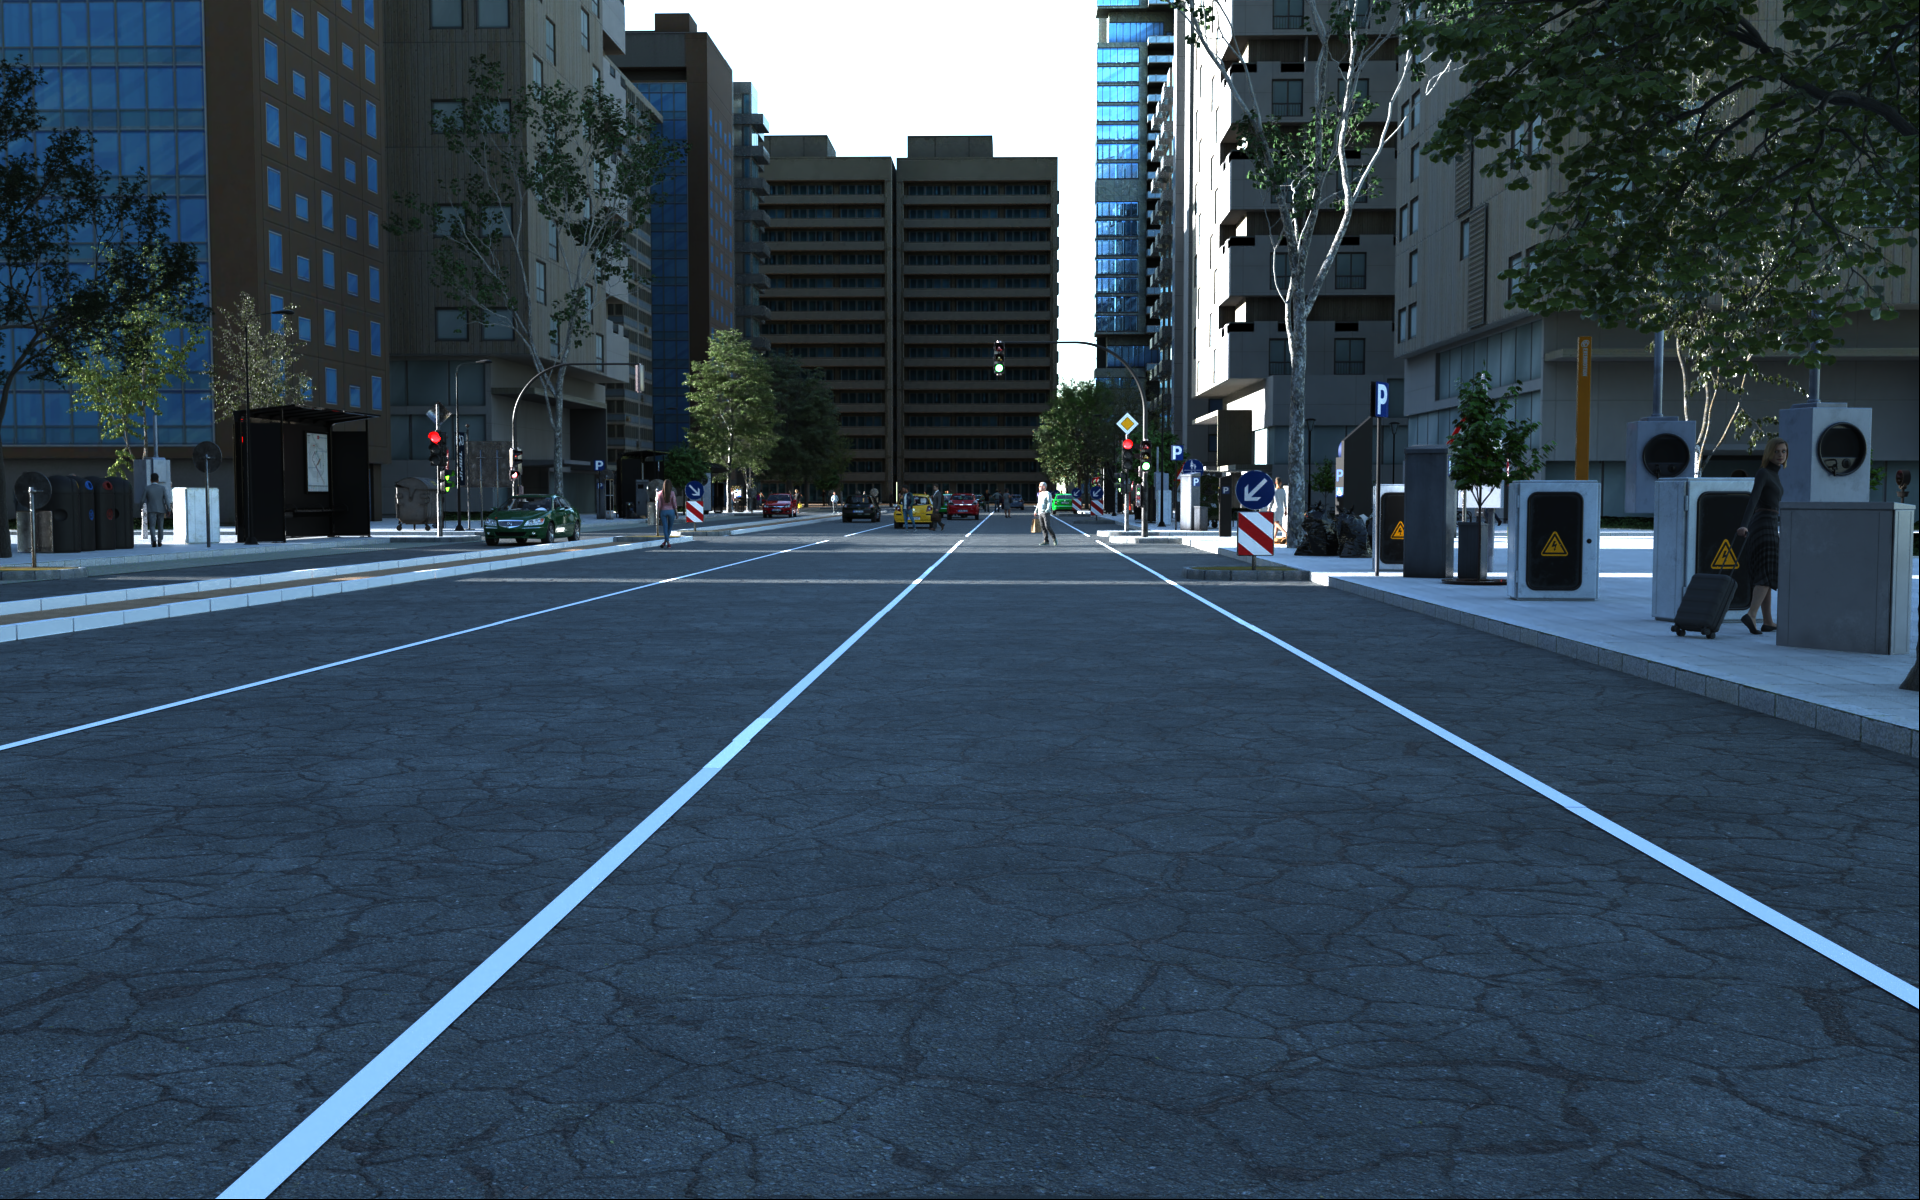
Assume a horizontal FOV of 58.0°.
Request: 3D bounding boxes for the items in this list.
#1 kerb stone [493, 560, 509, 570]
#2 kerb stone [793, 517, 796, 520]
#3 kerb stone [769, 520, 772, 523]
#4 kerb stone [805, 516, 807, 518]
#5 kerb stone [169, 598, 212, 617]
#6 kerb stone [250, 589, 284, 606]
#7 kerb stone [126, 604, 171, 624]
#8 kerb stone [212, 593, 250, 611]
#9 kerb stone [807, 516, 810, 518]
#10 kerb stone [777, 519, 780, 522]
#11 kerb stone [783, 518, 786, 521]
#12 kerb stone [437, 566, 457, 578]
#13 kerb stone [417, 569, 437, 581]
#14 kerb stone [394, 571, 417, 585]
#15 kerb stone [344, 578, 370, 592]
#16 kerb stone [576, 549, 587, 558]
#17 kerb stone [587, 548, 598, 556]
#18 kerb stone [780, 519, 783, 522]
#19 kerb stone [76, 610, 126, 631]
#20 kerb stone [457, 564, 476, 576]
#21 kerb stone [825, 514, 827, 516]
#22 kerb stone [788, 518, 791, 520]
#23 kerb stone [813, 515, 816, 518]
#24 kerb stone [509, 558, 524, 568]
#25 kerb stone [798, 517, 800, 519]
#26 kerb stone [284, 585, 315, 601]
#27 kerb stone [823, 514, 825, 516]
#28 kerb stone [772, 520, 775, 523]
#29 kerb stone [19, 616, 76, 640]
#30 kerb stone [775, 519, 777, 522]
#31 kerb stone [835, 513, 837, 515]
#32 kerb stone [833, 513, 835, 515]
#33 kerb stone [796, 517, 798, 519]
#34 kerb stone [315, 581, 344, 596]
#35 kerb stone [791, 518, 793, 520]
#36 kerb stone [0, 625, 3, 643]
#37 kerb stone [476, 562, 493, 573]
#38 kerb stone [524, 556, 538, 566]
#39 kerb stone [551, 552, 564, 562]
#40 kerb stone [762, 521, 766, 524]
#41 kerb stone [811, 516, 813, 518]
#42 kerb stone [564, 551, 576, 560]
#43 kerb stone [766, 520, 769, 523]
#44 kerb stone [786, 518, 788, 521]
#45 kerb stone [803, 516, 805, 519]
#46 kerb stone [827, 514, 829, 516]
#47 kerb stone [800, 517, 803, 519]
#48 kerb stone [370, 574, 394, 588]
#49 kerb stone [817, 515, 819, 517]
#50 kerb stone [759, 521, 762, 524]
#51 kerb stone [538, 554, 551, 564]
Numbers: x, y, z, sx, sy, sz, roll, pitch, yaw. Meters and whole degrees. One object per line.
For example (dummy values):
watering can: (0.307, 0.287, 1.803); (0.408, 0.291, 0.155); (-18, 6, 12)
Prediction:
kerb stone: (-8.821, -0.653, 32.881); (0.120, 0.150, 1.000); (0, 4, 2)
kerb stone: (-9.065, -4.328, 92.953); (0.120, 0.150, 1.000); (0, 4, 2)
kerb stone: (-9.361, -3.763, 83.723); (0.120, 0.150, 1.000); (0, 4, 2)
kerb stone: (-8.919, -4.641, 98.077); (0.120, 0.150, 1.000); (0, 4, 2)
kerb stone: (-9.205, 0.099, 20.575); (0.120, 0.150, 1.000); (0, 4, 2)
kerb stone: (-9.136, -0.027, 22.629); (0.120, 0.150, 1.000); (0, 4, 2)
kerb stone: (-9.239, 0.171, 19.554); (0.120, 0.150, 1.000); (0, 4, 2)
kerb stone: (-9.172, 0.036, 21.608); (0.120, 0.150, 1.000); (0, 4, 2)
kerb stone: (-8.874, -4.704, 99.098); (0.120, 0.150, 1.000); (0, 4, 2)
kerb stone: (-9.263, -3.952, 86.811); (0.120, 0.150, 1.000); (0, 4, 2)
kerb stone: (-9.195, -4.077, 88.854); (0.120, 0.150, 1.000); (0, 4, 2)
kerb stone: (-8.916, -0.463, 29.812); (0.120, 0.150, 1.000); (0, 4, 2)
kerb stone: (-8.955, -0.403, 28.780); (0.120, 0.150, 1.000); (0, 4, 2)
kerb stone: (-8.980, -0.340, 27.759); (0.120, 0.150, 1.000); (0, 4, 2)
kerb stone: (-9.038, -0.211, 25.710); (0.120, 0.150, 1.000); (0, 4, 2)
kerb stone: (-8.636, -1.029, 39.026); (0.120, 0.150, 1.000); (0, 4, 2)
kerb stone: (-8.605, -1.092, 40.047); (0.120, 0.150, 1.000); (0, 4, 2)
kerb stone: (-9.227, -4.015, 87.832); (0.120, 0.150, 1.000); (0, 4, 2)
kerb stone: (-9.265, 0.228, 18.528); (0.120, 0.150, 1.000); (0, 4, 2)
kerb stone: (-8.886, -0.527, 30.835); (0.120, 0.150, 1.000); (0, 4, 2)
kerb stone: (-8.603, -5.265, 108.329); (0.120, 0.150, 1.000); (0, 4, 2)
kerb stone: (-9.135, -4.202, 90.909); (0.120, 0.150, 1.000); (0, 4, 2)
kerb stone: (-8.789, -4.892, 102.178); (0.120, 0.150, 1.000); (0, 4, 2)
kerb stone: (-8.791, -0.711, 33.902); (0.120, 0.150, 1.000); (0, 4, 2)
kerb stone: (-9.014, -4.453, 94.997); (0.120, 0.150, 1.000); (0, 4, 2)
kerb stone: (-9.110, -0.089, 23.658); (0.120, 0.150, 1.000); (0, 4, 2)
kerb stone: (-8.627, -5.206, 107.307); (0.120, 0.150, 1.000); (0, 4, 2)
kerb stone: (-9.324, -3.826, 84.752); (0.120, 0.150, 1.000); (0, 4, 2)
kerb stone: (-9.297, 0.287, 17.506); (0.120, 0.150, 1.000); (0, 4, 2)
kerb stone: (-9.297, -3.886, 85.784); (0.120, 0.150, 1.000); (0, 4, 2)
kerb stone: (-8.404, -5.642, 114.460); (0.120, 0.150, 1.000); (0, 4, 2)
kerb stone: (-8.446, -5.581, 113.438); (0.120, 0.150, 1.000); (0, 4, 2)
kerb stone: (-9.041, -4.387, 93.975); (0.120, 0.150, 1.000); (0, 4, 2)
kerb stone: (-9.072, -0.152, 24.679); (0.120, 0.150, 1.000); (0, 4, 2)
kerb stone: (-9.109, -4.265, 91.931); (0.120, 0.150, 1.000); (0, 4, 2)
kerb stone: (-9.328, 0.350, 16.479); (0.120, 0.150, 1.000); (0, 4, 2)
kerb stone: (-8.857, -0.591, 31.857); (0.120, 0.150, 1.000); (0, 4, 2)
kerb stone: (-8.757, -0.778, 34.923); (0.120, 0.150, 1.000); (0, 4, 2)
kerb stone: (-8.695, -0.896, 36.969); (0.120, 0.150, 1.000); (0, 4, 2)
kerb stone: (-9.417, -3.637, 81.680); (0.120, 0.150, 1.000); (0, 4, 2)
kerb stone: (-8.829, -4.829, 101.156); (0.120, 0.150, 1.000); (0, 4, 2)
kerb stone: (-8.667, -0.966, 37.996); (0.120, 0.150, 1.000); (0, 4, 2)
kerb stone: (-9.389, -3.701, 82.701); (0.120, 0.150, 1.000); (0, 4, 2)
kerb stone: (-9.169, -4.140, 89.884); (0.120, 0.150, 1.000); (0, 4, 2)
kerb stone: (-8.947, -4.572, 97.052); (0.120, 0.150, 1.000); (0, 4, 2)
kerb stone: (-8.565, -5.331, 109.351); (0.120, 0.150, 1.000); (0, 4, 2)
kerb stone: (-8.981, -4.515, 96.018); (0.120, 0.150, 1.000); (0, 4, 2)
kerb stone: (-9.011, -0.273, 26.738); (0.120, 0.150, 1.000); (0, 4, 2)
kerb stone: (-8.732, -5.018, 104.231); (0.120, 0.150, 1.000); (0, 4, 2)
kerb stone: (-9.452, -3.569, 80.651); (0.120, 0.150, 1.000); (0, 4, 2)
kerb stone: (-8.728, -0.841, 35.947); (0.120, 0.150, 1.000); (0, 4, 2)
